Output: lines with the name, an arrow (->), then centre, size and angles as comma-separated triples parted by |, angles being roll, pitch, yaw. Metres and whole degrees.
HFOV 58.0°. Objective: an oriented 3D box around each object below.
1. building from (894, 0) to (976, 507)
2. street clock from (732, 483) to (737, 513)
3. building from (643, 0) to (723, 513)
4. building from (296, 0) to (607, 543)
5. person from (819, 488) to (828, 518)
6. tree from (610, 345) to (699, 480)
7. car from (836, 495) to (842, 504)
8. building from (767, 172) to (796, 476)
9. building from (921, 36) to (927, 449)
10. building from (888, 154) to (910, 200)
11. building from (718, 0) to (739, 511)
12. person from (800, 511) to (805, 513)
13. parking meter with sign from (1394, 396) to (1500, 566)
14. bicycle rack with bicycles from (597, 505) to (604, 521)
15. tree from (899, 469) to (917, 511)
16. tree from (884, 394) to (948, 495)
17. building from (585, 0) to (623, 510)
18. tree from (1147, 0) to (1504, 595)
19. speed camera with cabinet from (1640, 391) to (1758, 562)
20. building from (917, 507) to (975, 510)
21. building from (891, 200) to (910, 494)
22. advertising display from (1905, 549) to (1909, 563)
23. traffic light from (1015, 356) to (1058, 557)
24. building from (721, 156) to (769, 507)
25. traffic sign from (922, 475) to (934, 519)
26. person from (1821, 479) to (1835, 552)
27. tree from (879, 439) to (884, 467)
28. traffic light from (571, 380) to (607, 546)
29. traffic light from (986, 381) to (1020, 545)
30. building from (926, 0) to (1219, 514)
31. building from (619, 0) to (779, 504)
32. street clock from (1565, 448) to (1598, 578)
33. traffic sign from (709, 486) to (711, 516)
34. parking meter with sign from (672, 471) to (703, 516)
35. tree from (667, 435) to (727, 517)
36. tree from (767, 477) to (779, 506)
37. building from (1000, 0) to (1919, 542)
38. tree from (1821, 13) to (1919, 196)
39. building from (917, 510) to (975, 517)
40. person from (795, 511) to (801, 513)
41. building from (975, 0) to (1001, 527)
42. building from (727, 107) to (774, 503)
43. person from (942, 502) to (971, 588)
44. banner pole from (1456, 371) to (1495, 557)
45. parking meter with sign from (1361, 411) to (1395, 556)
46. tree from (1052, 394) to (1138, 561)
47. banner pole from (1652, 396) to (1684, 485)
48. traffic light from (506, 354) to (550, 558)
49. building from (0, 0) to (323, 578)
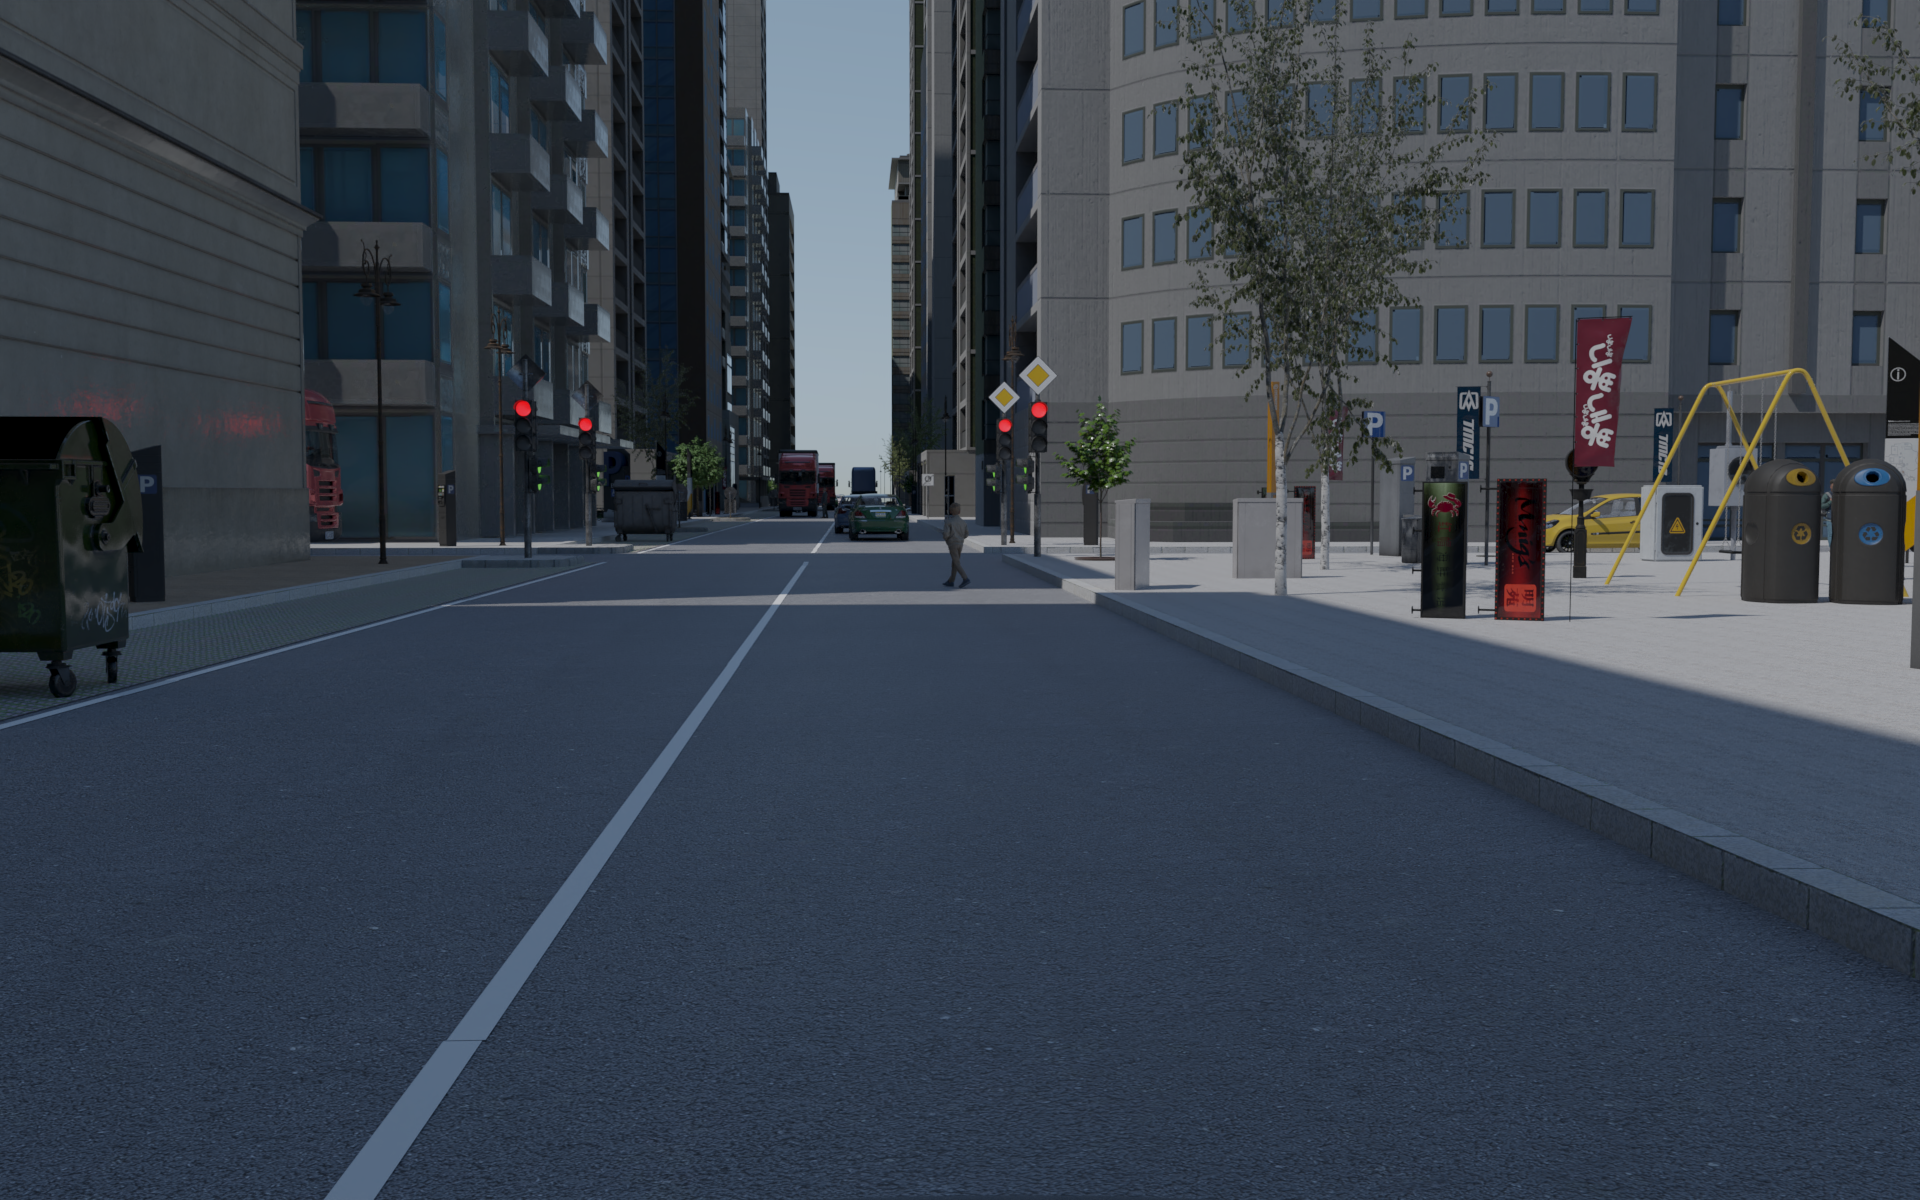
building -> 1.761, -48.130, 225.173 | 20.563, 71.187, 20.611 | 0, 4, -3
street clock -> -15.278, -6.909, 117.527 | 0.358, 2.002, 0.471 | -1, 4, -20
building -> -24.591, -28.961, 123.622 | 14.600, 45.320, 14.200 | 0, 4, -3
building -> -23.957, -26.714, 56.377 | 23.786, 49.044, 30.456 | 0, 4, -3
person -> -8.112, -5.756, 102.793 | 0.590, 1.801, 0.661 | 0, 4, -8
tree -> -14.874, -8.211, 84.607 | 4.360, 8.622, 3.978 | 0, 3, 0
car -> -14.691, -11.708, 203.779 | 2.083, 1.381, 4.827 | 0, 4, -3
building -> -36.080, -39.079, 262.645 | 21.300, 48.544, 21.600 | 0, 4, -3
building -> 3.460, -31.491, 164.988 | 14.600, 45.320, 14.200 | 0, 4, -3
building -> 3.744, -41.285, 264.251 | 28.713, 52.752, 27.495 | 0, 4, -3
building -> -29.683, -50.894, 144.785 | 22.319, 86.520, 31.000 | 0, 4, -3
person -> -12.290, -7.705, 134.469 | 1.348, 1.826, 0.705 | -2, 4, -31
parking meter with sign -> 8.888, -2.161, 31.586 | 0.543, 3.016, 1.738 | -3, 5, -42
bicycle rack with bicycles -> -18.038, -4.300, 83.685 | 2.925, 0.926, 2.852 | 3, 5, 45
tree -> -3.690, -8.481, 133.266 | 1.663, 3.219, 1.824 | 0, 3, 0
tree -> -2.903, -10.777, 126.562 | 4.737, 8.622, 4.395 | 0, 3, 0
building -> -27.341, -40.592, 101.932 | 20.563, 71.187, 20.611 | 0, 4, -3
tree -> 4.189, -4.353, 21.529 | 4.360, 8.622, 3.978 | 0, 3, 0
speed camera with cabinet -> 14.141, -2.373, 33.133 | 2.038, 3.252, 0.660 | 0, 4, -6
building -> 4.616, -45.519, 182.487 | 20.563, 71.187, 20.611 | 0, 4, -3
building -> -2.653, -34.225, 243.168 | 14.154, 41.232, 14.086 | 0, 4, -3
advertising display -> 17.876, -1.624, 31.773 | 0.974, 1.923, 0.123 | 3, 4, 38
traffic light -> 1.566, -2.841, 35.375 | 0.839, 4.253, 0.868 | 0, 4, -3
building -> -35.796, -29.446, 173.325 | 32.217, 40.220, 23.993 | 0, 4, -3
traffic sign -> -1.640, -5.305, 88.868 | 0.606, 2.300, 0.079 | 0, 3, 0
person -> 20.408, -1.933, 40.447 | 0.623, 1.781, 0.721 | -1, 4, -21
tree -> -7.838, -15.900, 210.328 | 4.737, 8.622, 4.395 | 0, 3, 0
traffic light -> -9.158, -3.290, 42.711 | 0.839, 4.253, 0.868 | 0, 4, -3
traffic light -> 1.084, -3.329, 43.345 | 0.839, 4.253, 0.868 | 0, 4, -3
building -> 7.706, -36.788, 143.490 | 21.231, 58.520, 28.212 | 0, 4, -3
building -> -35.003, -49.092, 240.903 | 20.563, 71.187, 20.611 | 0, 4, -3
street clock -> 9.458, -1.334, 26.381 | 0.471, 2.002, 0.358 | 1, 4, 14
traffic sign -> -14.287, -6.045, 98.941 | 0.768, 2.556, 0.104 | 0, 4, 4
parking meter with sign -> -15.716, -6.333, 99.799 | 1.738, 3.016, 0.543 | 0, 4, -8
tree -> -14.633, -6.898, 96.491 | 4.285, 4.588, 4.351 | 0, 3, 0
tree -> -21.925, -12.613, 200.830 | 1.663, 3.219, 1.824 | 0, 3, 0
building -> 16.062, -31.345, 54.487 | 28.212, 58.520, 21.231 | 0, 4, -3
tree -> 10.378, -3.982, 15.469 | 4.360, 8.622, 3.978 | 0, 3, 0
building -> 8.064, -40.409, 98.947 | 20.563, 71.187, 20.611 | 0, 4, -3
person -> -12.359, -7.551, 132.049 | 1.350, 1.814, 0.705 | -3, 5, -45
building -> 7.530, -18.538, 74.799 | 14.160, 30.474, 14.107 | 0, 4, -3
building -> -35.365, -36.478, 216.025 | 23.786, 49.044, 30.456 | 0, 4, -3
person -> -0.077, -0.846, 26.605 | 0.640, 1.303, 0.475 | 3, 5, 41
banner pole -> 10.541, -2.774, 35.377 | 0.863, 3.779, 0.401 | 1, 4, 13
parking meter with sign -> 9.011, -2.415, 35.743 | 0.543, 3.016, 1.738 | -1, 4, -22
tree -> 2.606, -2.385, 33.596 | 1.663, 3.219, 1.824 | 0, 3, 0
banner pole -> 18.115, -3.315, 44.222 | 0.863, 3.779, 0.401 | 1, 4, 21
traffic light -> -8.675, -2.802, 34.741 | 0.839, 4.253, 0.868 | 0, 4, -3
building -> -26.395, -11.718, 24.878 | 30.059, 22.955, 16.112 | 0, 4, -3
